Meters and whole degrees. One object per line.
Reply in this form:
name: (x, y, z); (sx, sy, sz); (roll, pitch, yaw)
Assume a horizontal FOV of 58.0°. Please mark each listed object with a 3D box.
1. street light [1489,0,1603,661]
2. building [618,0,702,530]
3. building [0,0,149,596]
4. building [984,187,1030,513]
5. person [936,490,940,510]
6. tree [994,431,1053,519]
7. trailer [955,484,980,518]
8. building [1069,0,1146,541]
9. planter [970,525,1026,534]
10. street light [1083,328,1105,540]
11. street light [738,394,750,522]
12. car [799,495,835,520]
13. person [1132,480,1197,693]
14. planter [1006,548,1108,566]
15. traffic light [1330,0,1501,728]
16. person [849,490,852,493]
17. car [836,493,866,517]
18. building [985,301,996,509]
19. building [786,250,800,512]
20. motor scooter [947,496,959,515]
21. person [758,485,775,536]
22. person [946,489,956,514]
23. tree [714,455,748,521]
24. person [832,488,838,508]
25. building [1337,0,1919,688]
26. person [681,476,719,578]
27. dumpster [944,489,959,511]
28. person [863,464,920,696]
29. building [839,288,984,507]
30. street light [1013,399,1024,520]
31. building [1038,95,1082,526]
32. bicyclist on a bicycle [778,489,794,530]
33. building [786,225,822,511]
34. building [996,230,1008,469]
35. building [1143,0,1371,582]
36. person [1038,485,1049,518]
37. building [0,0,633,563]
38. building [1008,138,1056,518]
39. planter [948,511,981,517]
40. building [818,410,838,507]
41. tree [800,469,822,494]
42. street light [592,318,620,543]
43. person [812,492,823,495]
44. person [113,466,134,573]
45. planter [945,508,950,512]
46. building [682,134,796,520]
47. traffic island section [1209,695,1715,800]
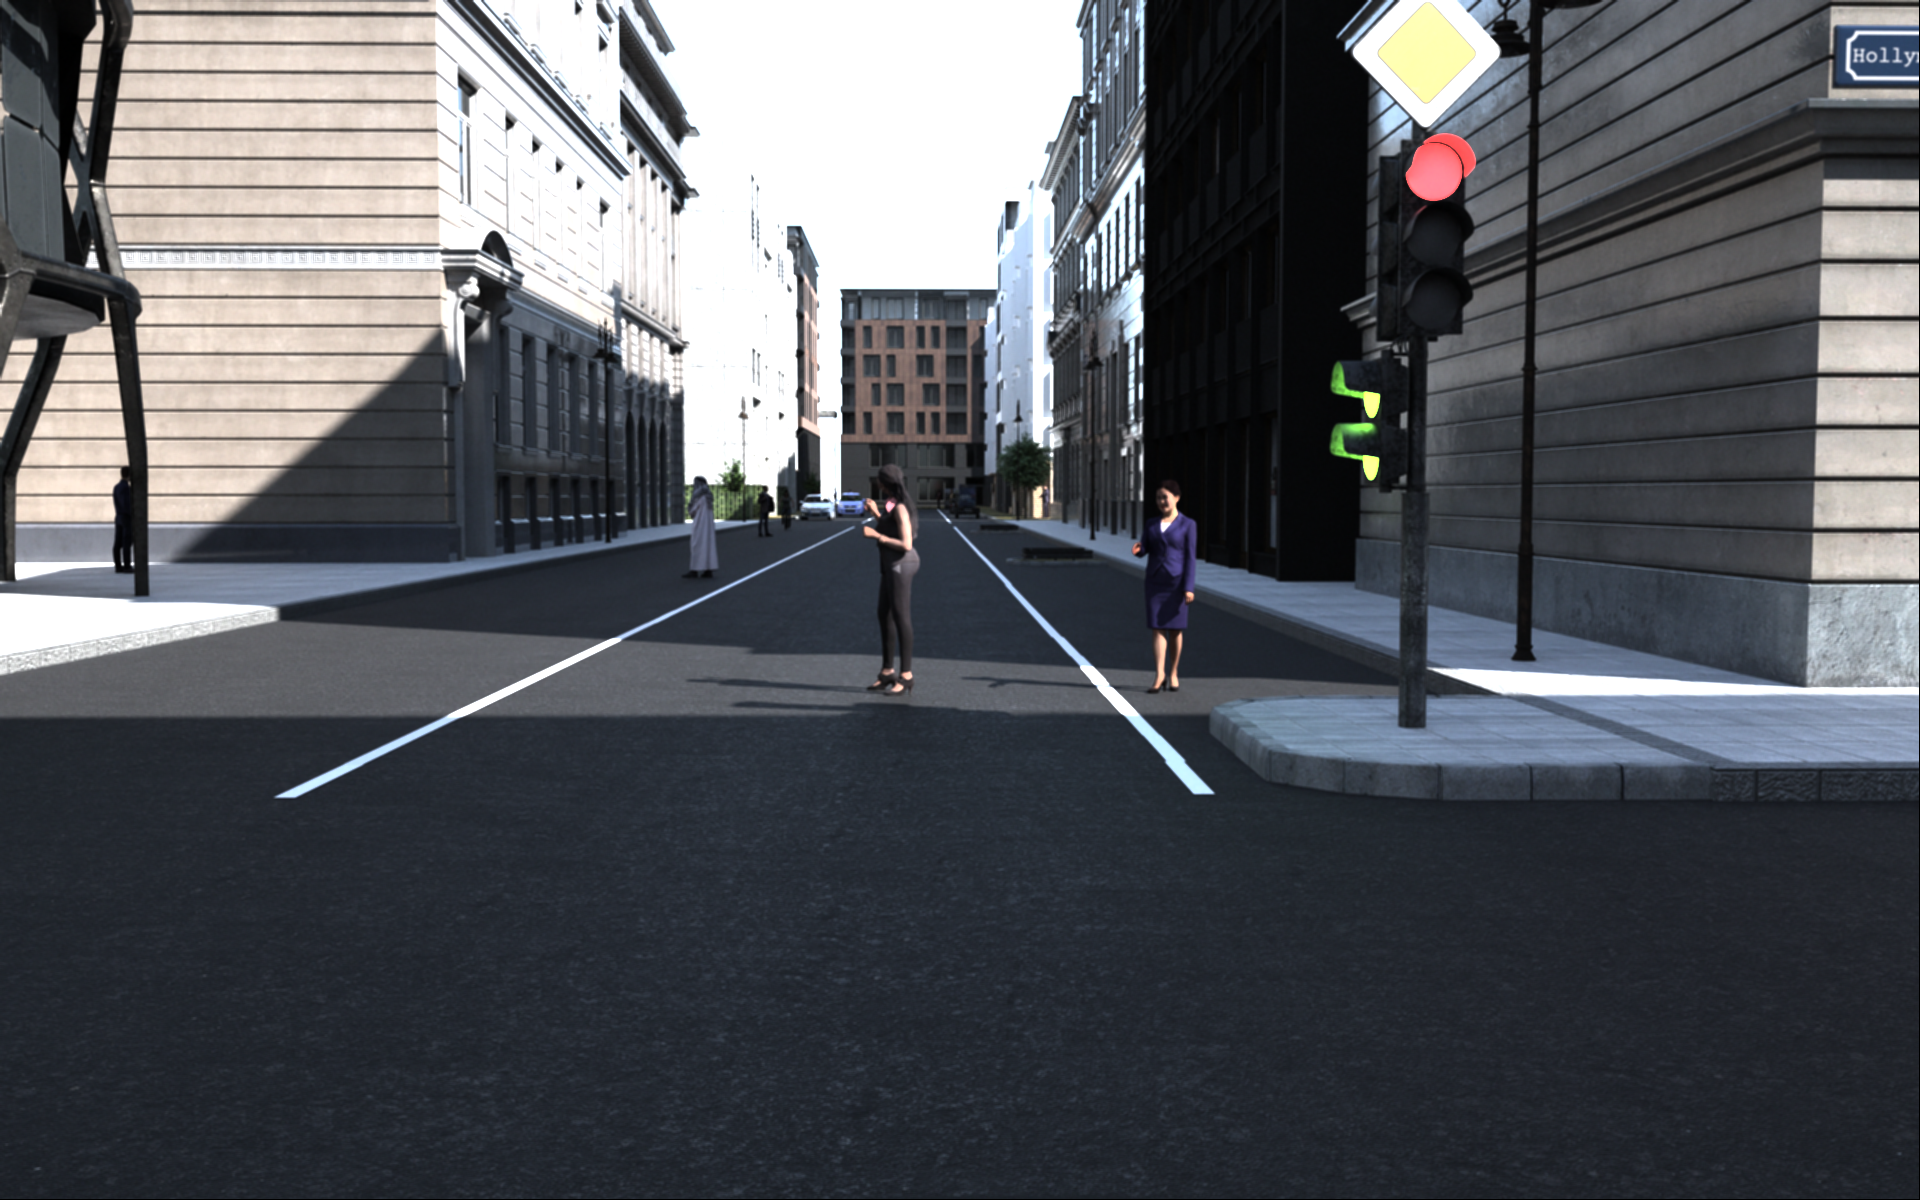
street light: (4.352, -2.471, 13.195); (0.468, 5.910, 1.993); (0, 4, -1)
building: (-17.571, -13.540, 63.172); (13.314, 21.916, 24.055); (0, 4, -1)
building: (-18.038, -9.155, 17.136); (16.820, 18.784, 16.811); (0, 4, -1)
building: (16.601, -17.627, 132.175); (27.936, 21.610, 32.646); (0, 4, -1)
person: (-2.012, -9.303, 160.572); (0.705, 1.831, 1.348); (0, 4, 7)
tree: (3.468, -6.477, 89.613); (4.285, 4.588, 4.351); (0, 3, 0)
trailer: (0.426, -5.864, 102.930); (1.471, 1.999, 3.904); (0, 4, 0)
building: (10.410, -15.640, 52.973); (12.463, 27.353, 25.104); (0, 4, -1)
planter: (1.379, -2.567, 63.104); (1.991, 0.319, 1.994); (0, 4, -1)
street light: (3.718, -4.623, 48.370); (0.468, 5.910, 1.993); (0, 4, -1)
street light: (-10.028, -6.580, 80.378); (0.468, 5.910, 1.993); (0, 4, -1)
car: (-7.940, -5.179, 96.683); (2.014, 1.417, 4.499); (0, 4, -1)
person: (1.471, -0.097, 12.452); (0.453, 1.535, 0.546); (0, 4, 7)
planter: (1.954, -0.887, 35.635); (1.991, 0.319, 1.994); (0, 4, -1)
traffic light: (2.475, -1.235, 9.440); (0.839, 4.213, 0.868); (0, 4, -1)
person: (-9.932, -9.032, 156.039); (0.599, 1.838, 0.709); (3, 4, 39)
car: (-7.026, -6.242, 111.654); (1.945, 1.707, 3.694); (0, 4, -2)
building: (10.291, -18.260, 154.972); (16.016, 20.091, 11.380); (0, 4, -1)
building: (-19.497, -16.263, 122.319); (16.016, 20.091, 11.380); (0, 4, -1)
motor scooter: (-0.439, -6.265, 115.210); (0.815, 1.314, 1.986); (0, 4, -1)
person: (-6.546, -3.009, 58.515); (0.431, 1.722, 0.655); (2, 4, 30)
person: (-0.625, -7.277, 127.569); (0.705, 1.812, 1.348); (-2, 4, -33)
tree: (-10.864, -5.453, 83.763); (1.663, 3.219, 1.824); (0, 3, 0)
person: (-11.345, -9.201, 156.346); (0.599, 1.838, 0.709); (-1, 4, -9)
building: (22.403, -12.056, 16.193); (34.723, 24.649, 14.460); (0, 4, -1)
person: (-4.468, -1.264, 29.841); (0.621, 1.740, 0.551); (0, 4, 4)
dumpster: (-0.385, -8.114, 140.881); (1.865, 1.857, 1.264); (0, 4, -1)
person: (-0.532, -0.150, 12.424); (0.593, 1.643, 0.415); (3, 5, 42)
building: (4.085, -20.726, 182.845); (32.646, 21.610, 27.936); (0, 4, -1)
street light: (2.822, -6.806, 84.070); (0.468, 5.910, 1.993); (0, 4, -1)
building: (9.305, -12.889, 75.360); (10.561, 19.102, 19.286); (0, 4, -1)
bicyclist on a bicycle: (-6.949, -3.628, 69.341); (1.499, 1.676, 1.625); (0, 4, -2)
building: (-28.607, -18.436, 145.408); (32.646, 21.610, 27.936); (0, 4, -1)
building: (10.698, -15.483, 109.560); (16.016, 20.091, 11.380); (0, 4, -1)
building: (10.653, -12.415, 32.664); (12.332, 23.373, 15.834); (0, 4, -1)
person: (4.440, -5.220, 91.835); (0.568, 1.767, 0.683); (0, 4, 8)
building: (-15.934, -15.599, 40.949); (13.634, 28.700, 20.117); (0, 4, -1)
building: (11.158, -14.788, 98.209); (16.016, 20.091, 11.380); (0, 4, -1)
planter: (0.362, -5.517, 111.345); (1.991, 0.319, 1.994); (0, 4, -1)
building: (-26.460, -14.127, 173.125); (28.070, 9.664, 9.099); (0, 4, -1)
tree: (-11.058, -8.303, 130.348); (1.663, 3.219, 1.824); (0, 3, 0)
street light: (-9.296, -4.453, 45.588); (0.468, 5.910, 1.993); (0, 4, -1)
person: (-11.309, -8.024, 137.171); (1.348, 1.831, 0.705); (1, 4, 11)
person: (-13.487, -1.308, 28.131); (0.576, 1.737, 0.504); (2, 4, 33)
planter: (-0.225, -7.177, 138.476); (1.991, 0.319, 1.994); (0, 4, -1)
building: (-19.139, -14.343, 100.966); (16.747, 18.905, 31.486); (0, 4, -1)
traffic island section: (2.515, 0.778, 9.553); (2.009, 0.180, 2.903); (0, 4, -1)
